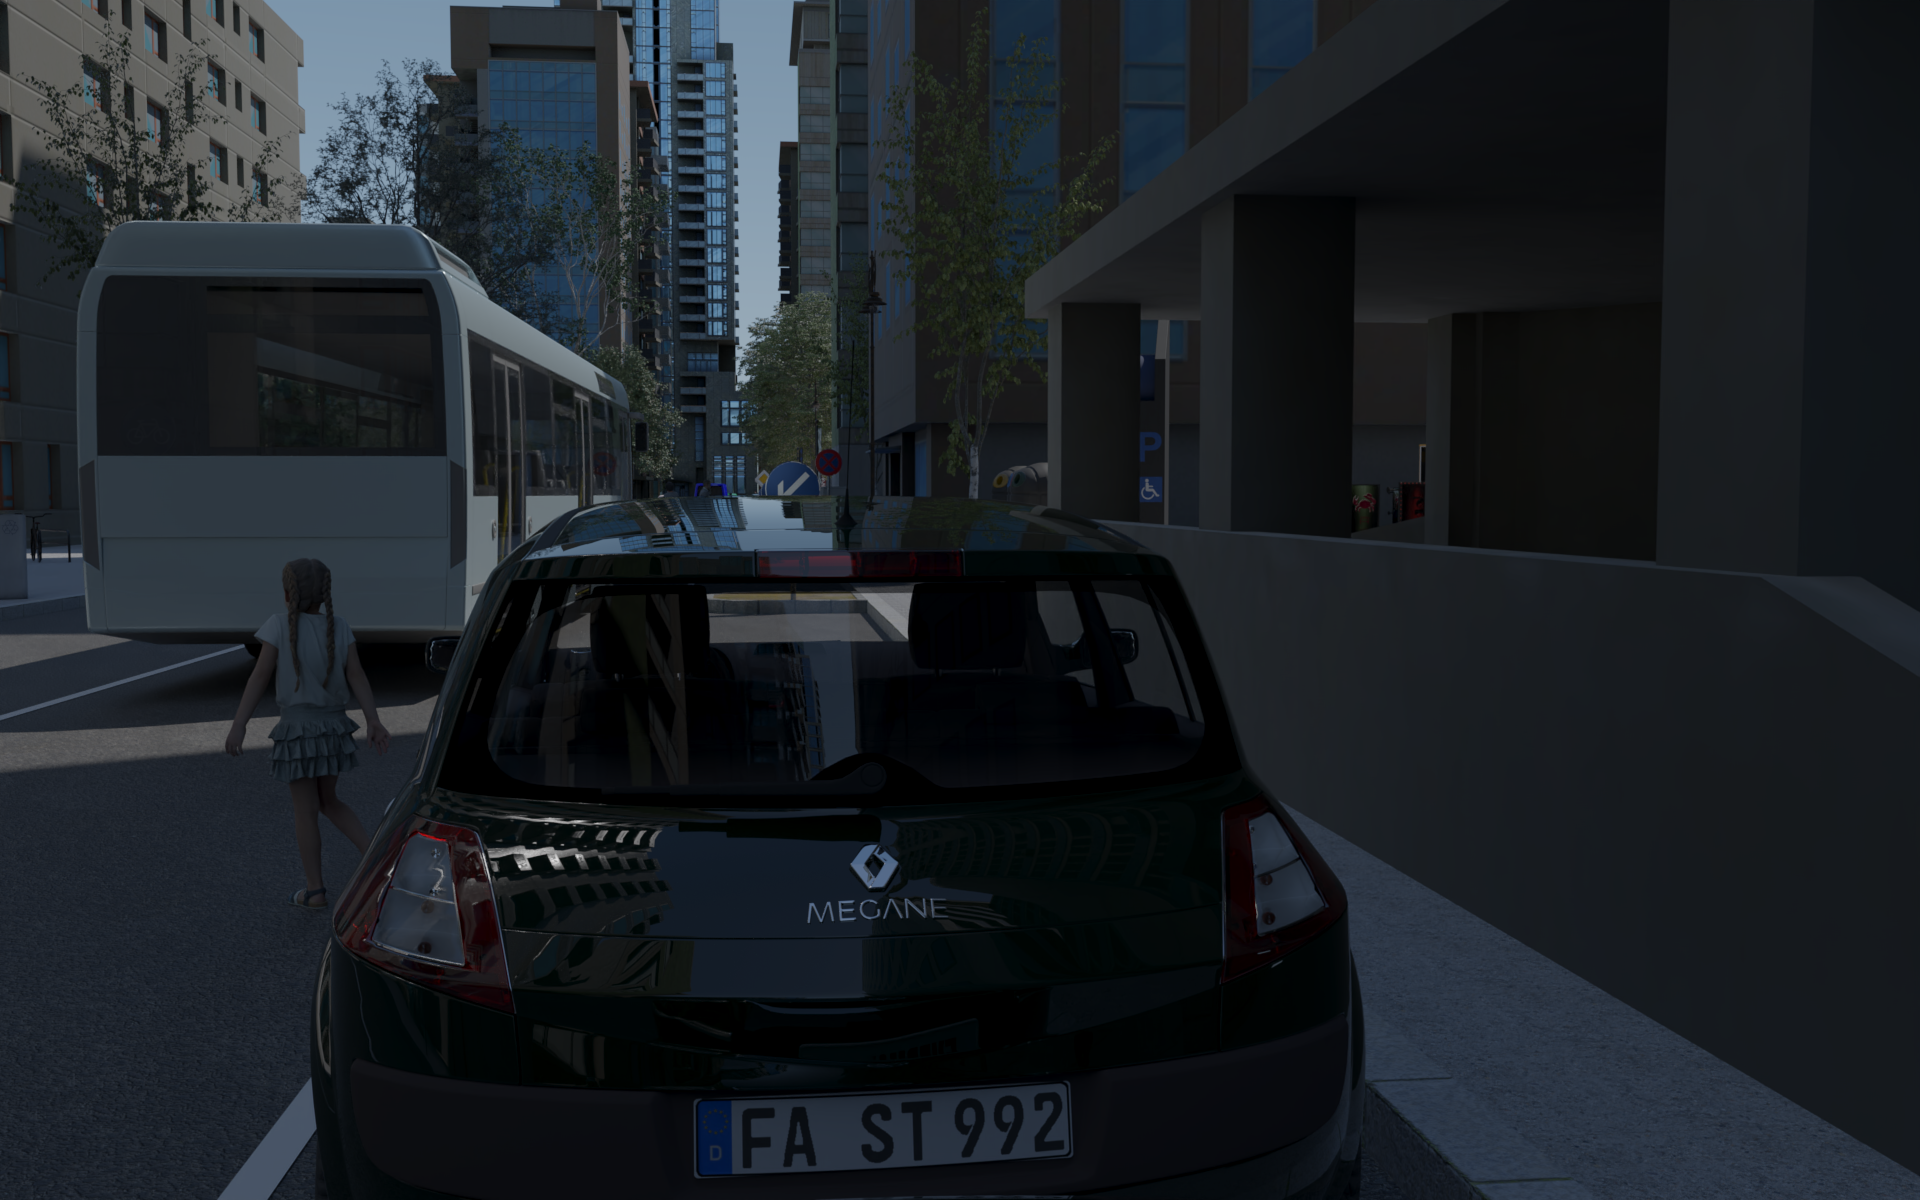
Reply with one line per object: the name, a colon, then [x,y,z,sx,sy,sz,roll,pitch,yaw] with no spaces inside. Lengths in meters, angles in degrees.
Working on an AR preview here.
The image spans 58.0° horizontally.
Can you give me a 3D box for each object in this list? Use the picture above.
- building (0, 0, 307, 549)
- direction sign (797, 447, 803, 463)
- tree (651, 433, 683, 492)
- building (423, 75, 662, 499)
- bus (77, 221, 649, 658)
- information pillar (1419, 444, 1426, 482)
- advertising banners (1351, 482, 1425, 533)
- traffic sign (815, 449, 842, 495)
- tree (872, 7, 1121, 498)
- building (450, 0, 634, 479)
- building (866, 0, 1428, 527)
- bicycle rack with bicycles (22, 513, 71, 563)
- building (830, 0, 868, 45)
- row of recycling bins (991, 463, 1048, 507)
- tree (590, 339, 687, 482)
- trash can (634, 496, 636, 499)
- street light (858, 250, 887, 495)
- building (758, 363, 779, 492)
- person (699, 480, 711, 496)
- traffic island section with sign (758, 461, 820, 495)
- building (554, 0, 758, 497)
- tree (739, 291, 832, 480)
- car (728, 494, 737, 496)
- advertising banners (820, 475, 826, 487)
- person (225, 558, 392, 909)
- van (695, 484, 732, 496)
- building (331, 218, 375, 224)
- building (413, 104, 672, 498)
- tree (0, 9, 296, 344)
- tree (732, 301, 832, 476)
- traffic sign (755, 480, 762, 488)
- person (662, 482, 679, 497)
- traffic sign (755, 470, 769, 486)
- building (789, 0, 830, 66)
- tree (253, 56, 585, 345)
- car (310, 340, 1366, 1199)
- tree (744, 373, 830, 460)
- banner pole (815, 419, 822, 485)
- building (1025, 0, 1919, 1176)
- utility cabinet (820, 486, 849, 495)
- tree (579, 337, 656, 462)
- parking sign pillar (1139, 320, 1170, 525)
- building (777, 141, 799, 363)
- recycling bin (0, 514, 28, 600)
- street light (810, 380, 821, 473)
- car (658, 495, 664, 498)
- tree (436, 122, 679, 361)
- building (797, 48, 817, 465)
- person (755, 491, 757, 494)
building: [-37.720,-12.596,50.976,28.899,21.520,27.650,0,4,-7]
direction sign: [-7.769,-5.631,84.071,0.379,3.537,0.876,-1,4,-23]
tree: [-33.937,-15.229,199.357,4.737,8.622,4.395,0,3,0]
building: [-42.677,-32.106,179.558,22.147,44.769,28.867,0,4,-7]
bus: [-5.285,-1.437,18.353,2.948,3.499,13.247,0,4,-5]
information pillar: [7.012,-1.296,25.679,0.304,2.012,0.304,-3,4,-36]
advertising banners: [5.918,-1.614,22.585,2.074,3.025,0.090,-1,4,-16]
traffic sign: [-3.712,-2.991,49.003,0.768,2.556,0.104,0,4,-6]
tree: [0.403,-4.712,27.399,4.737,8.622,4.395,0,3,0]
building: [-37.534,-31.084,158.341,14.600,45.320,14.200,0,4,-7]
building: [5.149,-23.893,40.759,14.600,45.320,14.200,0,4,-7]
bicycle rack with bicycles: [-17.925,-1.155,32.267,2.852,0.926,2.925,-3,5,-43]
building: [2.226,-23.193,62.795,14.154,41.232,14.086,0,4,-7]
row of recycling bins: [1.045,-1.047,24.233,1.069,1.692,3.534,0,4,-4]
tree: [-25.197,-12.964,128.970,9.611,12.733,9.660,0,3,0]
trash can: [-28.037,-8.362,148.377,0.748,1.137,0.748,0,3,0]
street light: [-1.669,-3.685,33.034,0.468,5.910,1.993,0,4,-7]
building: [-15.000,-24.950,252.973,28.899,21.520,27.650,0,4,-7]
person: [-6.749,-2.287,46.014,0.853,1.813,0.709,-1,4,-15]
traffic island section with sign: [-2.206,-0.797,21.651,1.989,1.847,2.006,0,4,-7]
building: [-44.505,-57.018,244.912,31.000,86.520,22.319,0,4,-7]
tree: [-8.640,-10.963,97.371,7.486,12.596,7.792,0,3,0]
car: [-18.805,-8.074,140.812,1.959,1.807,4.718,0,4,-8]
advertising banners: [-11.222,-8.367,132.983,2.074,3.025,0.090,0,4,-4]
person: [-2.233,0.464,5.937,0.382,1.210,0.505,3,5,43]
van: [-14.851,-6.079,103.773,2.240,2.365,5.245,0,4,-5]
building: [-86.333,-33.880,245.814,23.993,40.220,32.217,0,4,-7]
building: [-51.267,-36.300,213.113,30.456,49.044,23.786,0,4,-7]
tree: [-12.812,-4.719,27.526,4.360,8.622,3.978,0,3,0]
tree: [-10.280,-12.594,112.565,9.857,13.997,8.962,0,3,0]
traffic sign: [-8.900,-4.578,78.498,0.795,2.450,0.064,0,4,-7]
person: [-8.172,-2.458,49.041,0.532,1.782,0.716,3,5,44]
traffic sign: [-7.970,-4.093,70.567,0.795,2.450,0.064,0,4,-7]
building: [-3.509,-36.467,185.480,28.713,52.752,27.495,0,4,-7]
tree: [-15.334,-8.423,48.093,12.009,13.543,11.850,0,3,0]
car: [-0.397,0.331,4.380,2.009,1.686,4.222,-1,4,-8]
tree: [-11.717,-11.658,125.016,8.767,10.594,7.601,0,4,7]
banner pole: [-4.724,-4.155,57.958,0.401,3.779,0.863,-1,4,-18]
building: [17.162,-19.418,9.367,32.217,40.220,23.993,0,4,-7]
utility cabinet: [-3.724,-2.560,50.531,0.318,1.500,1.173,2,4,34]
tree: [-22.084,-10.353,103.691,8.767,10.594,7.601,1,4,14]
parking sign pillar: [2.662,-2.173,23.995,1.447,3.967,1.447,1,4,9]
building: [-11.210,-34.164,213.210,22.147,44.769,28.867,0,4,-7]
recycling bin: [-11.883,-0.530,21.226,0.722,1.027,0.722,-2,4,-35]
street light: [-5.848,-5.966,70.327,0.468,5.910,1.993,0,4,-7]
car: [-20.295,-6.613,120.488,2.083,1.381,4.827,0,4,-5]
tree: [-20.830,-14.239,88.701,12.611,20.169,13.585,0,3,0]
building: [-8.236,-29.362,163.670,14.154,41.232,14.086,0,4,-7]
person: [-18.789,-9.124,158.205,0.750,1.759,0.617,1,4,14]
